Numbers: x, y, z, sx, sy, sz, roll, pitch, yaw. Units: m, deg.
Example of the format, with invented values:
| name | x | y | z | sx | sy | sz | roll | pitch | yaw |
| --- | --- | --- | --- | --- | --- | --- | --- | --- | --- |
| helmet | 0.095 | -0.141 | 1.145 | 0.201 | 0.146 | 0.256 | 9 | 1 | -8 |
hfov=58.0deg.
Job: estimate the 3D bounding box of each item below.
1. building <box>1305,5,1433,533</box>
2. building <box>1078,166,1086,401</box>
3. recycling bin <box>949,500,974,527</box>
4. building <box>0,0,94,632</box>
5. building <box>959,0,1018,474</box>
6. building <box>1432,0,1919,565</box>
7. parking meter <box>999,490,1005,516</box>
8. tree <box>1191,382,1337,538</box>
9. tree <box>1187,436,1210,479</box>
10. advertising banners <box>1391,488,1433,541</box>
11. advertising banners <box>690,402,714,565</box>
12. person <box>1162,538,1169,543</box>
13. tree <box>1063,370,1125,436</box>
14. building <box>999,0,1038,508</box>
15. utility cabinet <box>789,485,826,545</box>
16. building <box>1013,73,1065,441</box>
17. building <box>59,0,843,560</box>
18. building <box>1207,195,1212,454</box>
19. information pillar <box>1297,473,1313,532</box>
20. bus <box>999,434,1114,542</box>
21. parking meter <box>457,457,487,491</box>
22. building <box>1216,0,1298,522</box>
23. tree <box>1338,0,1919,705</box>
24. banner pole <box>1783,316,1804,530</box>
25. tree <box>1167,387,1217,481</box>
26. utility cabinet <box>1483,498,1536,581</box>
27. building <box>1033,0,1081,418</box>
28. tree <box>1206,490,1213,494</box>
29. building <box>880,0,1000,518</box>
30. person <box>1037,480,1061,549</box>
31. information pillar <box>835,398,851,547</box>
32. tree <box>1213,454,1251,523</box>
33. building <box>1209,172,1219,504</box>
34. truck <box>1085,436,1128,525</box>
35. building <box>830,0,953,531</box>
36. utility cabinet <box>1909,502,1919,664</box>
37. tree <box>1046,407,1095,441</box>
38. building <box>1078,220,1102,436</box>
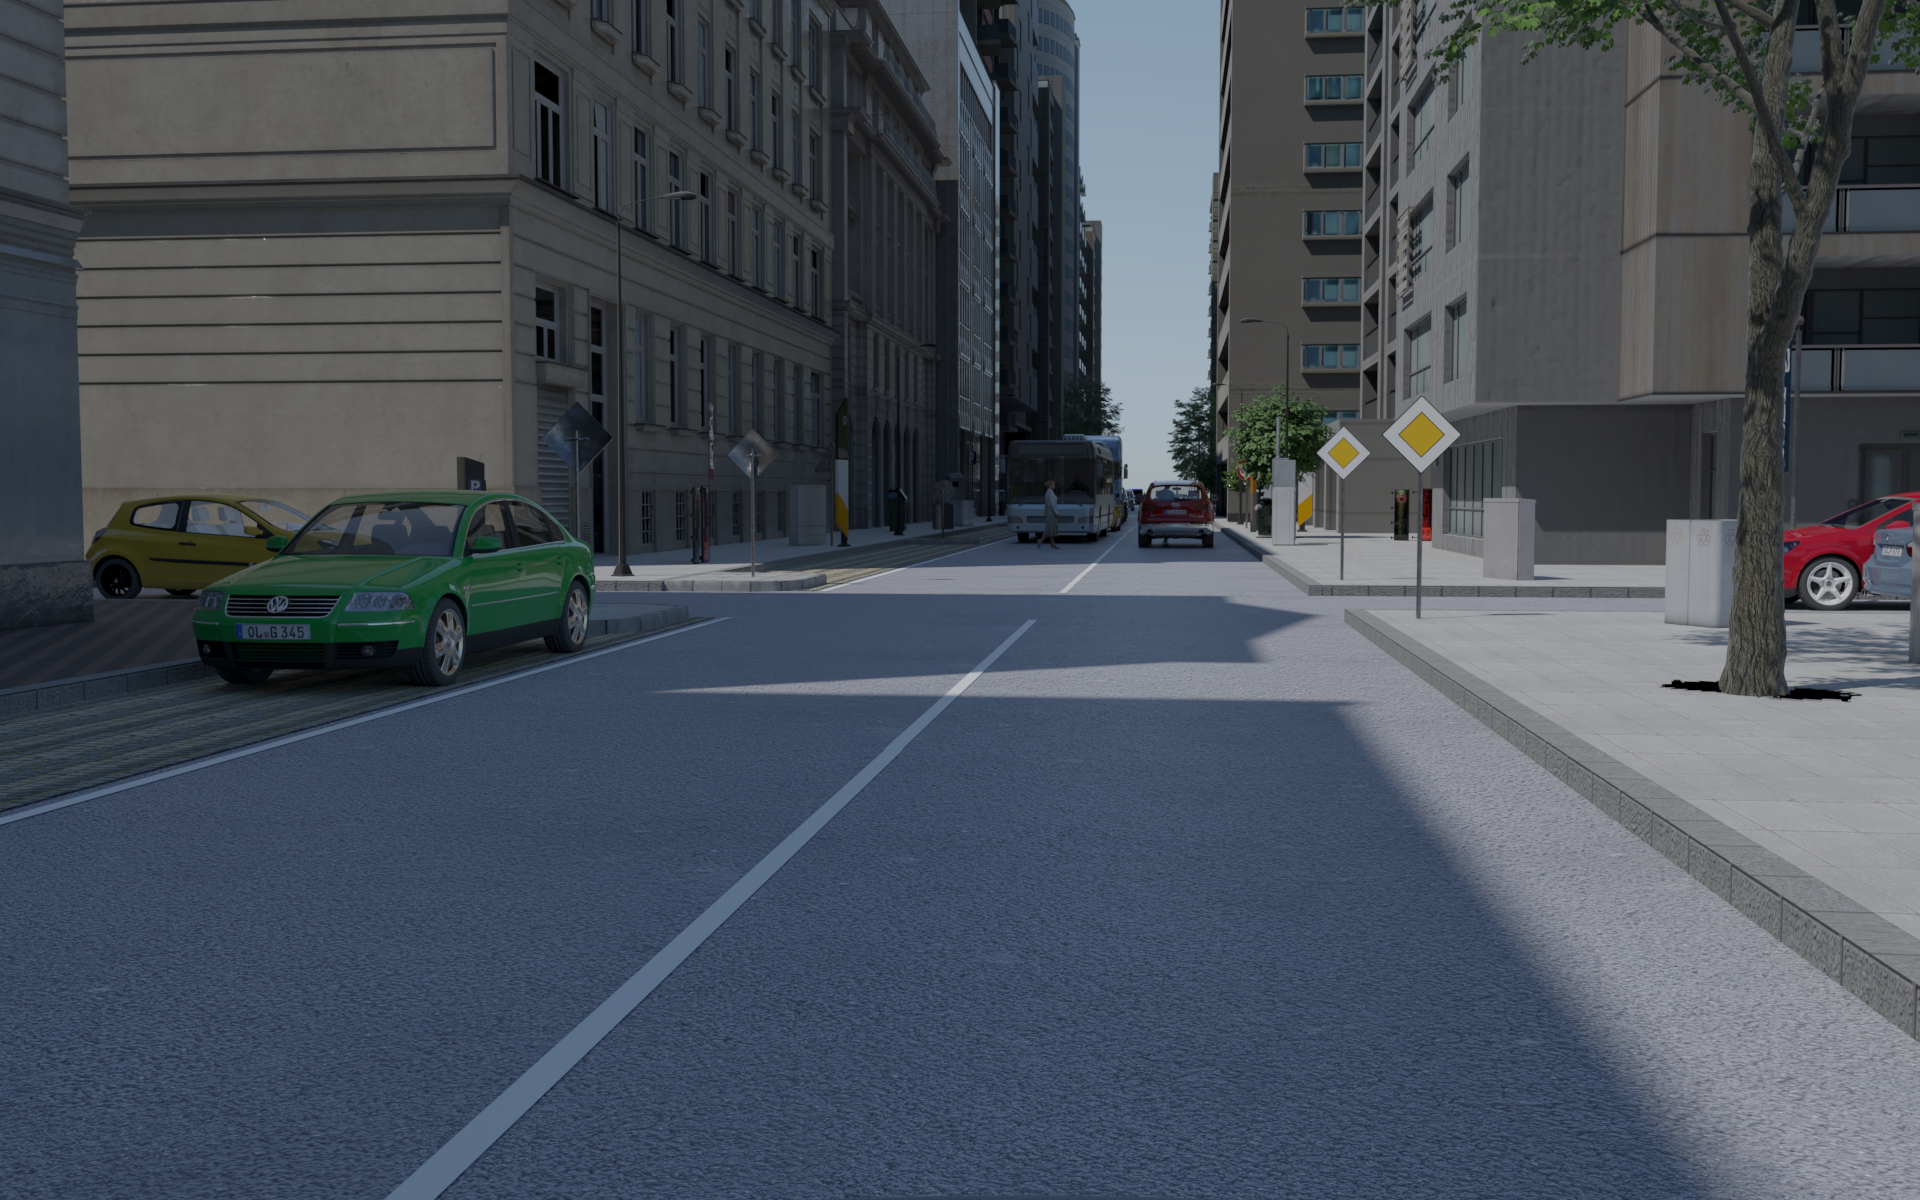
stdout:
| name | x | y | z | sx | sy | sz | roll | pitch | yaw |
| --- | --- | --- | --- | --- | --- | --- | --- | --- | --- |
| building | 23.051 | -37.892 | 57.785 | 20.563 | 71.187 | 20.611 | 0 | 4 | 7 |
| building | 5.261 | -37.379 | 230.748 | 23.786 | 49.044 | 30.456 | 0 | 4 | 7 |
| recycling bin | 0.061 | -3.442 | 68.835 | 0.722 | 1.027 | 0.722 | 3 | 5 | 40 |
| building | -18.193 | -10.042 | 13.338 | 18.267 | 20.994 | 9.793 | 0 | 4 | 7 |
| building | -7.747 | -28.276 | 116.937 | 22.147 | 44.769 | 28.867 | 0 | 4 | 7 |
| building | 16.371 | -21.346 | 32.597 | 14.086 | 41.232 | 14.154 | 0 | 4 | 7 |
| parking meter | 2.453 | -5.682 | 101.308 | 0.372 | 1.533 | 0.369 | 0 | 3 | 0 |
| tree | 9.324 | -4.095 | 50.670 | 4.285 | 4.588 | 4.351 | 0 | 3 | 0 |
| tree | 29.133 | -15.898 | 210.286 | 4.737 | 8.622 | 4.395 | 0 | 3 | 0 |
| advertising banners | 12.626 | -3.106 | 46.977 | 0.090 | 3.025 | 2.074 | -3 | 5 | -43 |
| advertising banners | -4.787 | -2.212 | 32.360 | 0.090 | 3.025 | 2.074 | 0 | 4 | 3 |
| person | 6.126 | -2.621 | 51.218 | 0.638 | 1.841 | 0.748 | 2 | 4 | 30 |
| tree | 12.108 | -16.603 | 178.111 | 9.857 | 13.997 | 8.962 | 0 | 3 | 0 |
| building | -7.659 | -33.992 | 145.015 | 28.713 | 52.752 | 27.495 | 0 | 4 | 7 |
| utility cabinet | -3.828 | -2.125 | 43.421 | 0.318 | 1.500 | 1.173 | 2 | 4 | 31 |
| building | 2.543 | -29.446 | 165.039 | 14.154 | 41.232 | 14.086 | 0 | 4 | 7 |
| building | -13.163 | -12.897 | 44.154 | 16.112 | 22.955 | 30.059 | 0 | 4 | 7 |
| building | 45.882 | -35.944 | 242.310 | 22.147 | 44.769 | 28.867 | 0 | 4 | 7 |
| information pillar | 11.680 | -4.113 | 58.595 | 0.504 | 3.616 | 0.183 | 1 | 4 | 18 |
| bus | 3.334 | -3.689 | 55.180 | 2.948 | 3.499 | 13.247 | 0 | 4 | 7 |
| parking meter | -7.680 | -1.318 | 27.268 | 0.255 | 1.863 | 0.399 | 3 | 5 | 43 |
| building | 24.187 | -28.373 | 87.601 | 21.300 | 48.544 | 21.600 | 0 | 4 | 7 |
| tree | 5.282 | -5.198 | 10.750 | 9.928 | 11.665 | 9.643 | 0 | 3 | 0 |
| banner pole | 11.774 | -2.120 | 24.681 | 0.401 | 3.779 | 0.863 | 0 | 4 | -5 |
| tree | 25.359 | -16.170 | 182.509 | 7.486 | 12.596 | 7.792 | 0 | 3 | 0 |
| utility cabinet | 8.286 | -0.916 | 26.132 | 0.306 | 1.237 | 1.020 | -1 | 4 | -12 |
| building | 2.599 | -40.324 | 201.288 | 21.231 | 58.520 | 28.212 | 0 | 4 | 7 |
| tree | 20.504 | -8.739 | 137.483 | 1.663 | 3.219 | 1.824 | 0 | 3 | 0 |
| building | -4.856 | -16.790 | 92.542 | 12.078 | 24.808 | 19.932 | 0 | 4 | 7 |
| person | 2.301 | -2.225 | 45.108 | 0.641 | 1.798 | 0.478 | 0 | 4 | 4 |
| information pillar | -2.859 | -3.098 | 42.005 | 0.183 | 3.616 | 0.504 | 2 | 4 | 27 |
| tree | 12.628 | -5.130 | 78.471 | 1.663 | 3.219 | 1.824 | 0 | 3 | 0 |
| building | 39.150 | -32.908 | 221.638 | 14.154 | 41.232 | 14.086 | 0 | 4 | 7 |
| truck | 6.932 | -5.865 | 85.649 | 2.967 | 4.110 | 18.799 | 0 | 4 | 6 |
| building | -8.364 | -14.007 | 70.810 | 13.314 | 21.916 | 24.055 | 0 | 4 | 7 |
| utility cabinet | 7.742 | -0.119 | 13.104 | 1.020 | 1.237 | 0.306 | -1 | 4 | -10 |
| tree | 9.406 | -11.981 | 146.243 | 4.737 | 8.622 | 4.395 | 0 | 3 | 0 |
| building | 13.354 | -34.789 | 252.402 | 14.154 | 41.232 | 14.086 | 0 | 4 | 7 |
